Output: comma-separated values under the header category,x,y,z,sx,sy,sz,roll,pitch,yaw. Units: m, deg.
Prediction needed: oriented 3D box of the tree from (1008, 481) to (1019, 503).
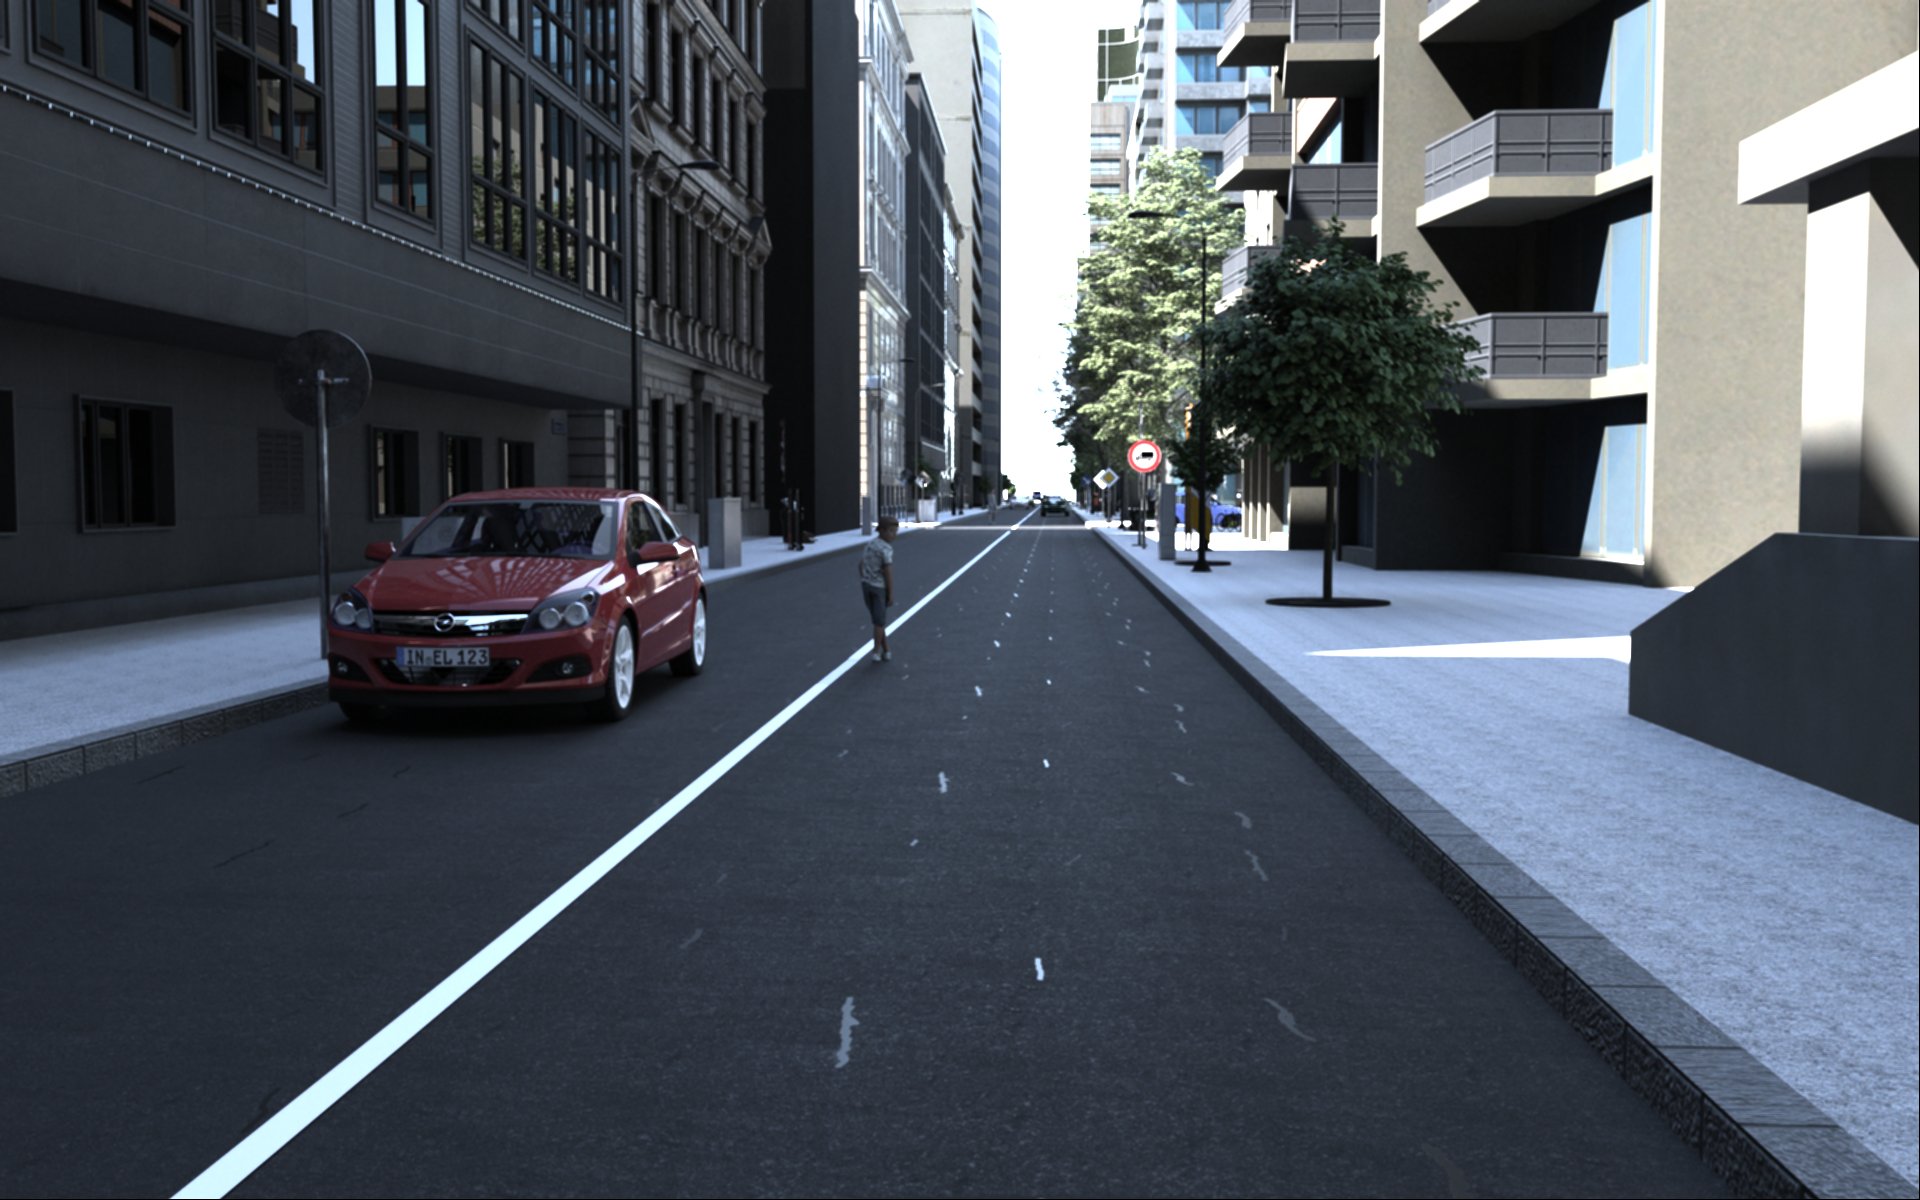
category,x,y,z,sx,sy,sz,roll,pitch,yaw
tree,7.839,-15.869,254.059,1.663,3.219,1.824,0,3,0

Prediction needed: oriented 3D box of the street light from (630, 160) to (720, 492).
category,x,y,z,sx,sy,sz,roll,pitch,yaw
street light,-4.035,-3.165,24.289,1.470,5.913,1.316,0,4,3

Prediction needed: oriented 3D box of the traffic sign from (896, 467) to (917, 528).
category,x,y,z,sx,sy,sz,roll,pitch,yaw
traffic sign,-1.998,-3.742,64.831,0.795,2.450,0.064,0,4,3

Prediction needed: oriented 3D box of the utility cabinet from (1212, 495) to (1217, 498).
category,x,y,z,sx,sy,sz,roll,pitch,yaw
utility cabinet,14.900,-5.684,104.094,1.020,1.237,0.306,0,4,-4

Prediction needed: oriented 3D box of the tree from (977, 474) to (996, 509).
category,x,y,z,sx,sy,sz,roll,pitch,yaw
tree,2.324,-9.663,152.593,1.663,3.219,1.824,0,3,0

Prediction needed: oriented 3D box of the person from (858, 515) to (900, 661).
category,x,y,z,sx,sy,sz,roll,pitch,yaw
person,-0.696,-0.106,14.912,0.352,1.250,0.332,0,4,-5

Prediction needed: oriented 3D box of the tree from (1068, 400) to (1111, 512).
category,x,y,z,sx,sy,sz,roll,pitch,yaw
tree,9.141,-10.472,121.577,4.737,8.622,4.395,0,3,0

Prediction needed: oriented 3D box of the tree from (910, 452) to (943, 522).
category,x,y,z,sx,sy,sz,roll,pitch,yaw
tree,-1.585,-5.150,78.800,1.663,3.219,1.824,0,3,0

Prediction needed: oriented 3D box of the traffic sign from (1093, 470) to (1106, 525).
category,x,y,z,sx,sy,sz,roll,pitch,yaw
traffic sign,5.972,-4.204,72.371,0.795,2.450,0.064,0,4,3

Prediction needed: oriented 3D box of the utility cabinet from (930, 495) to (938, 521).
category,x,y,z,sx,sy,sz,roll,pitch,yaw
utility cabinet,-1.242,-4.363,82.500,0.306,1.237,1.020,0,4,-5

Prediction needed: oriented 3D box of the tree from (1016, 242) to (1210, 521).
category,x,y,z,sx,sy,sz,roll,pitch,yaw
tree,7.858,-10.555,82.941,12.009,13.543,11.850,0,3,0

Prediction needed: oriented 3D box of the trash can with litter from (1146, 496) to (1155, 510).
category,x,y,z,sx,sy,sz,roll,pitch,yaw
trash can with litter,12.091,-5.985,109.236,1.055,1.170,0.624,-3,5,-40

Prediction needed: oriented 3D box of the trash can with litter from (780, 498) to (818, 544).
category,x,y,z,sx,sy,sz,roll,pitch,yaw
trash can with litter,-4.182,-2.071,45.242,1.055,1.170,0.624,2,4,32

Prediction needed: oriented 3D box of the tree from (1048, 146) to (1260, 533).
category,x,y,z,sx,sy,sz,roll,pitch,yaw
tree,6.803,-8.468,56.586,7.486,12.596,7.792,0,3,0

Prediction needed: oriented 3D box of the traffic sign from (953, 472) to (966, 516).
category,x,y,z,sx,sy,sz,roll,pitch,yaw
traffic sign,-0.053,-6.238,102.099,0.768,2.556,0.104,1,4,10

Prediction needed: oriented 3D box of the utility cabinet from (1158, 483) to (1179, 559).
category,x,y,z,sx,sy,sz,roll,pitch,yaw
utility cabinet,4.101,-1.563,34.227,0.318,1.500,1.173,0,4,4

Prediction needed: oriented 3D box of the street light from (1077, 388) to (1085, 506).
category,x,y,z,sx,sy,sz,roll,pitch,yaw
street light,5.976,-6.308,75.676,1.470,5.913,1.316,0,4,3

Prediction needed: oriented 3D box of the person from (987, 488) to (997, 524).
category,x,y,z,sx,sy,sz,roll,pitch,yaw
person,1.521,-4.447,81.966,0.466,1.731,0.760,0,4,6

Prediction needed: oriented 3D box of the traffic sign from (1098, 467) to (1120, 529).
category,x,y,z,sx,sy,sz,roll,pitch,yaw
traffic sign,5.534,-3.716,64.398,0.795,2.450,0.064,0,4,3

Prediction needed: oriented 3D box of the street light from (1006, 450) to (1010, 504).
category,x,y,z,sx,sy,sz,roll,pitch,yaw
street light,4.648,-12.944,184.170,1.470,5.913,1.316,0,4,3

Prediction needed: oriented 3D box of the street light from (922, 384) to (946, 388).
category,x,y,z,sx,sy,sz,roll,pitch,yaw
street light,-1.287,-6.158,73.229,1.470,5.913,1.316,0,4,3

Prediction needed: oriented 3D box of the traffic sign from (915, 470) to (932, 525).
category,x,y,z,sx,sy,sz,roll,pitch,yaw
traffic sign,-1.560,-4.230,72.804,0.795,2.450,0.064,0,4,3

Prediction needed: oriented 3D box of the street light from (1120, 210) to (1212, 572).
category,x,y,z,sx,sy,sz,roll,pitch,yaw
street light,3.456,-3.423,28.511,1.470,5.913,1.316,0,4,3

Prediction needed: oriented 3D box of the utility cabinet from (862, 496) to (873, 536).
category,x,y,z,sx,sy,sz,roll,pitch,yaw
utility cabinet,-2.890,-2.624,54.071,0.306,1.237,1.020,0,3,0

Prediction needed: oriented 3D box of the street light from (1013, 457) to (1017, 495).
category,x,y,z,sx,sy,sz,roll,pitch,yaw
street light,6.515,-15.079,219.080,1.470,5.913,1.316,0,4,3

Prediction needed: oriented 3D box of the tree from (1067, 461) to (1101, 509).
category,x,y,z,sx,sy,sz,roll,pitch,yaw
tree,10.827,-10.171,150.003,4.285,4.588,4.351,0,3,0

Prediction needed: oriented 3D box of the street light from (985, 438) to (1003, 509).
category,x,y,z,sx,sy,sz,roll,pitch,yaw
street light,2.774,-10.812,149.325,1.470,5.913,1.316,0,4,3

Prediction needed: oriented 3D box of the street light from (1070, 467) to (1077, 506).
category,x,y,z,sx,sy,sz,roll,pitch,yaw
street light,7.974,-8.469,111.012,1.470,5.913,1.316,0,4,3

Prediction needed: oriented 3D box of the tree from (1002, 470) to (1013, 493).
category,x,y,z,sx,sy,sz,roll,pitch,yaw
tree,5.319,-14.742,224.752,4.285,4.588,4.351,0,3,0

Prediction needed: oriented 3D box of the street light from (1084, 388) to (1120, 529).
category,x,y,z,sx,sy,sz,roll,pitch,yaw
street light,5.408,-5.560,63.441,1.470,5.913,1.316,0,4,3

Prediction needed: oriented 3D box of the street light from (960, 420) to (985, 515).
category,x,y,z,sx,sy,sz,roll,pitch,yaw
street light,0.628,-8.304,108.306,1.470,5.913,1.316,0,4,3

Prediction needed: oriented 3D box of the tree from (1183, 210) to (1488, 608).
category,x,y,z,sx,sy,sz,roll,pitch,yaw
tree,4.327,-2.223,20.062,4.285,4.588,4.351,0,3,0

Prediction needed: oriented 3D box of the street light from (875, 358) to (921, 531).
category,x,y,z,sx,sy,sz,roll,pitch,yaw
street light,-2.231,-5.318,59.492,1.470,5.913,1.316,0,4,3

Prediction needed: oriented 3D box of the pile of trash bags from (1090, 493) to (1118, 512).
category,x,y,z,sx,sy,sz,roll,pitch,yaw
pile of trash bags,10.221,-7.031,124.703,1.912,1.369,3.447,1,4,23

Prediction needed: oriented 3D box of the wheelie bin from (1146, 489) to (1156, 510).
category,x,y,z,sx,sy,sz,roll,pitch,yaw
wheelie bin,12.297,-6.289,110.732,0.980,1.594,0.693,-1,4,-18

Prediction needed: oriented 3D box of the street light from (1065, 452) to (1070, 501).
category,x,y,z,sx,sy,sz,roll,pitch,yaw
street light,10.329,-11.094,153.931,1.470,5.913,1.316,0,4,3

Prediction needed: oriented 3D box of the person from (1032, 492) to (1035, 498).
category,x,y,z,sx,sy,sz,roll,pitch,yaw
person,9.836,-13.719,233.614,0.445,1.727,0.742,2,4,24

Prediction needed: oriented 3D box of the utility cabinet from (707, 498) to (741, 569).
category,x,y,z,sx,sy,sz,roll,pitch,yaw
utility cabinet,-4.093,-1.159,30.105,0.306,1.237,1.020,1,4,10

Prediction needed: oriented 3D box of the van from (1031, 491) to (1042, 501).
category,x,y,z,sx,sy,sz,roll,pitch,yaw
van,13.310,-18.175,301.548,2.240,2.365,5.245,0,4,2

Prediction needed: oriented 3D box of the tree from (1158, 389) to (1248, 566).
category,x,y,z,sx,sy,sz,roll,pitch,yaw
tree,4.339,-2.256,31.490,1.663,3.219,1.824,0,3,0

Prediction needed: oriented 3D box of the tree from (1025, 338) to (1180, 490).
category,x,y,z,sx,sy,sz,roll,pitch,yaw
tree,8.053,-9.824,95.029,8.767,10.594,7.601,-1,4,-13

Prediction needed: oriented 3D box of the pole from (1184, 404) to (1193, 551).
category,x,y,z,sx,sy,sz,roll,pitch,yaw
pole,5.194,-2.779,39.281,0.158,3.312,0.155,0,3,0

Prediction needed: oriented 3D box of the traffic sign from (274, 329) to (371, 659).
category,x,y,z,sx,sy,sz,roll,pitch,yaw
traffic sign,-4.934,-0.814,13.410,0.768,2.556,0.104,0,4,3

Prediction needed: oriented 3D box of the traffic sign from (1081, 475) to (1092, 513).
category,x,y,z,sx,sy,sz,roll,pitch,yaw
traffic sign,8.476,-7.088,116.002,0.768,2.556,0.104,1,4,13

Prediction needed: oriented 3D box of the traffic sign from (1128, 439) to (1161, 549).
category,x,y,z,sx,sy,sz,roll,pitch,yaw
traffic sign,4.317,-2.473,40.544,0.768,2.556,0.104,1,4,11
